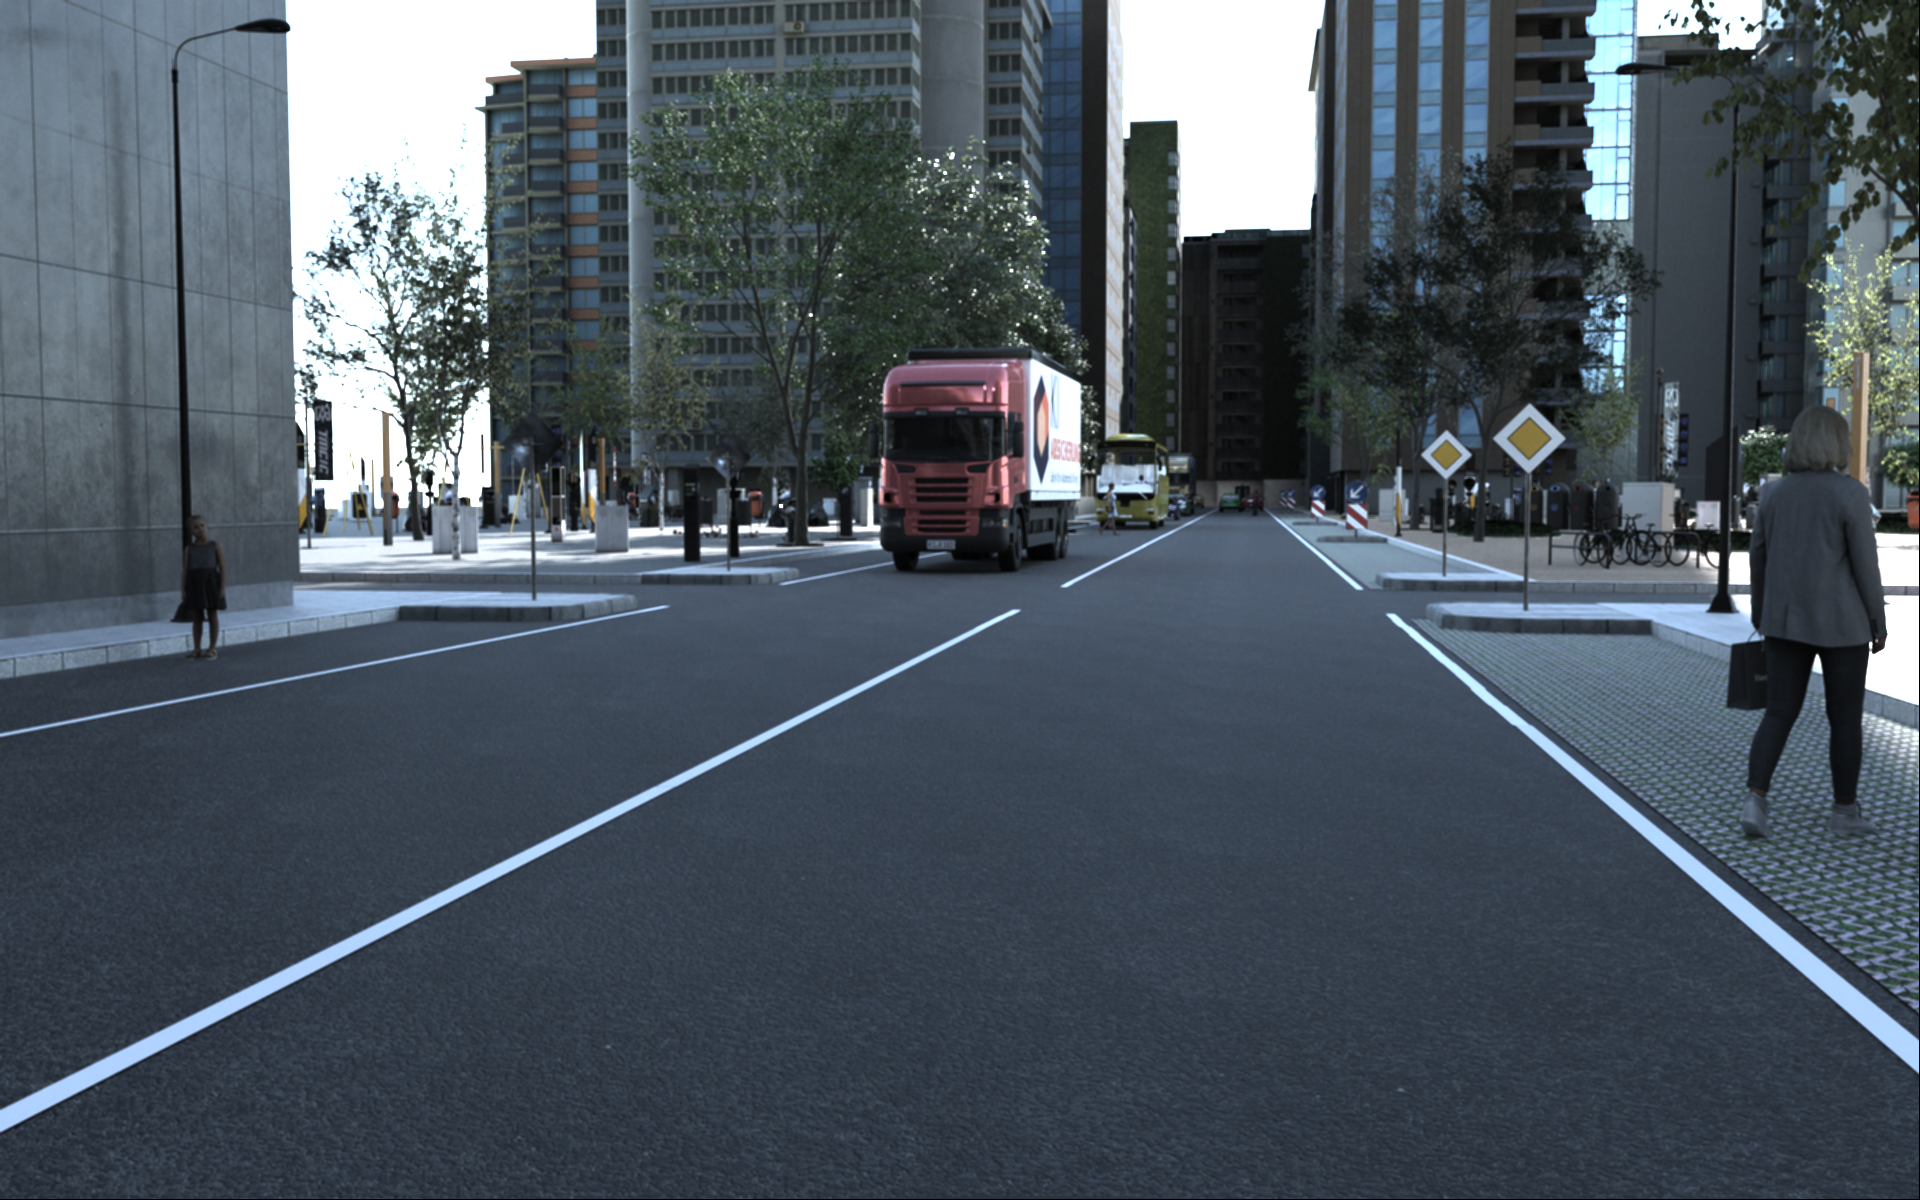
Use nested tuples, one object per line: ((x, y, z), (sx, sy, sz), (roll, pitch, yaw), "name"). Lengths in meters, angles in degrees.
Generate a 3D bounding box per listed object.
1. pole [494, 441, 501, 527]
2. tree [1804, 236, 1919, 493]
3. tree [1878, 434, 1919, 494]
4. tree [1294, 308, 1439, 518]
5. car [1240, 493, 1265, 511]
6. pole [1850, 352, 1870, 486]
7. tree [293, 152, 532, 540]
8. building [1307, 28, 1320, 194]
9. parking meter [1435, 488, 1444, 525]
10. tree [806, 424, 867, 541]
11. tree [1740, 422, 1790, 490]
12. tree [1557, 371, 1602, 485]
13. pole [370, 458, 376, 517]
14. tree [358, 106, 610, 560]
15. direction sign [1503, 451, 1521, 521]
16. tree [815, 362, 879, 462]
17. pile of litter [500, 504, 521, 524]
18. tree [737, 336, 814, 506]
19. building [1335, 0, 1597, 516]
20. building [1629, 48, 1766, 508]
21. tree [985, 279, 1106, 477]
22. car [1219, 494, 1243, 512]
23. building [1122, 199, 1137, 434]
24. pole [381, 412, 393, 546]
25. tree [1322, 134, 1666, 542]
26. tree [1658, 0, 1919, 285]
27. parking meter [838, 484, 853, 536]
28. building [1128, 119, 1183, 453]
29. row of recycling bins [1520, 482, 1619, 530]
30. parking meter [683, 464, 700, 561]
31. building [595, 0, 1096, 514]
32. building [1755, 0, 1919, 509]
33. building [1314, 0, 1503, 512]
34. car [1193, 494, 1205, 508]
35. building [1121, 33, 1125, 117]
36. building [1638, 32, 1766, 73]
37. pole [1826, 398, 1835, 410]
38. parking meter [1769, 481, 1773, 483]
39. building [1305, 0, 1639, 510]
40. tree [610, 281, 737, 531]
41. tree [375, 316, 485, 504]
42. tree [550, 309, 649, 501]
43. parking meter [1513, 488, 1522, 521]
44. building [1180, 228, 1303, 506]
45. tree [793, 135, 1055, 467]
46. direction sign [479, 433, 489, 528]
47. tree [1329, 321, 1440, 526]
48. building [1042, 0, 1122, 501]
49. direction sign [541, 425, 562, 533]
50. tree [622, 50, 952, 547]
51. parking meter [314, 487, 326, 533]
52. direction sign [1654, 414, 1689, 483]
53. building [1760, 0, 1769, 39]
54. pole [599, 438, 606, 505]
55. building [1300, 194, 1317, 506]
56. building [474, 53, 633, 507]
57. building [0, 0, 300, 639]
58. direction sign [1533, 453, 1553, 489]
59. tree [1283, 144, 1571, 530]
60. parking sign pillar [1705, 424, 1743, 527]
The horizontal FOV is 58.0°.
((-17.797, -4.450, 66.595), (0.158, 3.312, 0.155), (0, 3, 0), "pole")
((26.242, -6.061, 49.463), (4.360, 8.622, 3.978), (0, 3, 0), "tree")
((51.395, -6.718, 93.560), (4.285, 4.588, 4.351), (0, 3, 0), "tree")
((21.957, -10.264, 93.578), (9.928, 11.665, 9.643), (0, 3, 0), "tree")
((25.056, -8.515, 148.262), (2.155, 1.783, 4.494), (1, 4, 10), "car")
((13.006, -1.911, 25.080), (0.158, 3.312, 0.155), (0, 3, 0), "pole")
((-15.391, -6.941, 47.897), (7.601, 10.594, 8.767), (0, 4, 7), "tree")
((53.107, -36.993, 194.069), (27.495, 52.752, 28.713), (1, 4, 9), "building")
((19.868, -3.873, 71.729), (0.372, 1.533, 0.369), (0, 3, 0), "parking meter")
((-3.535, -3.278, 48.203), (1.663, 3.219, 1.824), (0, 3, 0), "tree")
((36.966, -5.860, 79.530), (4.285, 4.588, 4.351), (0, 3, 0), "tree")
((31.913, -8.270, 85.574), (4.737, 8.622, 4.395), (0, 3, 0), "tree")
((-33.551, -6.431, 98.989), (0.158, 3.312, 0.155), (0, 3, 0), "pole")
((-9.793, -5.106, 33.840), (4.360, 8.622, 3.978), (0, 3, 0), "tree")
((25.250, -5.337, 79.254), (0.876, 3.537, 0.379), (3, 5, 44), "direction sign")
((-5.755, -8.589, 90.796), (4.737, 8.622, 4.395), (0, 3, 0), "tree")
((-19.997, -3.764, 75.512), (1.719, 0.858, 1.176), (-1, 4, -15), "pile of litter")
((-8.674, -7.825, 78.298), (4.360, 8.622, 3.978), (0, 3, 0), "tree")
((30.667, -27.991, 107.757), (14.600, 45.320, 14.200), (1, 4, 9), "building")
((65.959, -29.314, 162.876), (14.086, 41.232, 14.154), (1, 4, 9), "building")
((3.345, -10.656, 91.240), (9.611, 12.733, 9.660), (0, 3, 0), "tree")
((21.801, -7.985, 139.350), (1.959, 1.807, 4.718), (1, 4, 11), "car")
((10.429, -24.519, 172.593), (14.107, 30.474, 14.160), (1, 4, 9), "building")
((-14.290, -3.017, 43.176), (0.158, 3.312, 0.155), (0, 3, 0), "pole")
((13.889, -6.826, 46.014), (8.767, 10.594, 7.601), (1, 4, 11), "tree")
((7.153, -3.774, 12.063), (4.737, 8.622, 4.395), (0, 3, 0), "tree")
((-3.490, -2.880, 52.795), (0.399, 1.863, 0.255), (0, 4, 8), "parking meter")
((17.562, -31.179, 193.376), (14.086, 41.232, 14.154), (1, 4, 9), "building")
((21.896, -3.373, 62.259), (3.534, 1.692, 1.069), (3, 5, 39), "row of recycling bins")
((-5.118, -1.673, 33.058), (0.255, 1.863, 0.399), (0, 4, 1), "parking meter")
((-7.349, -26.015, 117.233), (32.217, 40.220, 23.993), (1, 4, 9), "building")
((87.880, -32.710, 154.411), (30.456, 49.044, 23.786), (1, 4, 9), "building")
((38.772, -30.761, 153.059), (14.600, 45.320, 14.200), (1, 4, 9), "building")
((23.943, -10.153, 176.225), (2.015, 1.641, 3.980), (1, 4, 10), "car")
((6.528, -28.437, 148.538), (14.154, 41.232, 14.086), (1, 4, 9), "building")
((76.718, -34.424, 186.534), (21.600, 48.544, 21.300), (1, 4, 9), "building")
((18.529, -2.637, 36.951), (0.158, 3.312, 0.155), (0, 3, 0), "pole")
((15.862, -1.539, 33.577), (0.372, 1.533, 0.369), (0, 3, 0), "parking meter")
((38.101, -49.931, 129.048), (22.319, 86.520, 31.000), (1, 4, 9), "building")
((-10.423, -6.740, 60.556), (4.360, 8.622, 3.978), (0, 3, 0), "tree")
((-20.305, -7.145, 67.190), (4.737, 8.622, 4.395), (0, 3, 0), "tree")
((-14.634, -7.304, 69.786), (4.737, 8.622, 4.395), (0, 3, 0), "tree")
((23.332, -3.916, 72.443), (0.372, 1.533, 0.369), (0, 3, 0), "parking meter")
((31.421, -25.652, 191.118), (14.107, 30.474, 14.160), (1, 4, 9), "building")
((-1.262, -9.516, 62.244), (9.857, 13.997, 8.962), (0, 3, 0), "tree")
((-17.853, -4.454, 64.827), (0.379, 3.537, 0.876), (-1, 4, -8), "direction sign")
((17.507, -7.349, 70.521), (4.737, 8.622, 4.395), (0, 3, 0), "tree")
((5.043, -29.617, 134.350), (14.600, 45.320, 14.200), (1, 4, 9), "building")
((-13.430, -3.952, 56.616), (0.876, 3.537, 0.379), (0, 4, 1), "direction sign")
((-4.003, -7.115, 42.079), (9.928, 11.665, 9.643), (0, 3, 0), "tree")
((-21.403, -3.028, 57.912), (0.372, 1.533, 0.369), (0, 3, 0), "parking meter")
((20.113, -3.488, 49.029), (0.876, 3.537, 0.379), (2, 4, 26), "direction sign")
((97.533, -45.511, 182.358), (20.611, 71.187, 20.563), (1, 4, 9), "building")
((-13.016, -4.231, 63.024), (0.158, 3.312, 0.155), (0, 3, 0), "pole")
((40.779, -24.208, 167.500), (14.160, 30.474, 14.107), (1, 4, 9), "building")
((-31.905, -31.800, 174.559), (28.867, 44.769, 22.147), (1, 4, 9), "building")
((-23.258, -12.069, 16.400), (30.058, 24.678, 14.314), (1, 4, 9), "building")
((23.837, -4.825, 70.882), (0.379, 3.537, 0.876), (-3, 4, -39), "direction sign")
((16.258, -9.224, 61.185), (12.009, 13.543, 11.850), (0, 3, 0), "tree")
((29.817, -4.840, 67.612), (1.447, 3.967, 1.447), (-3, 4, -37), "parking sign pillar")
